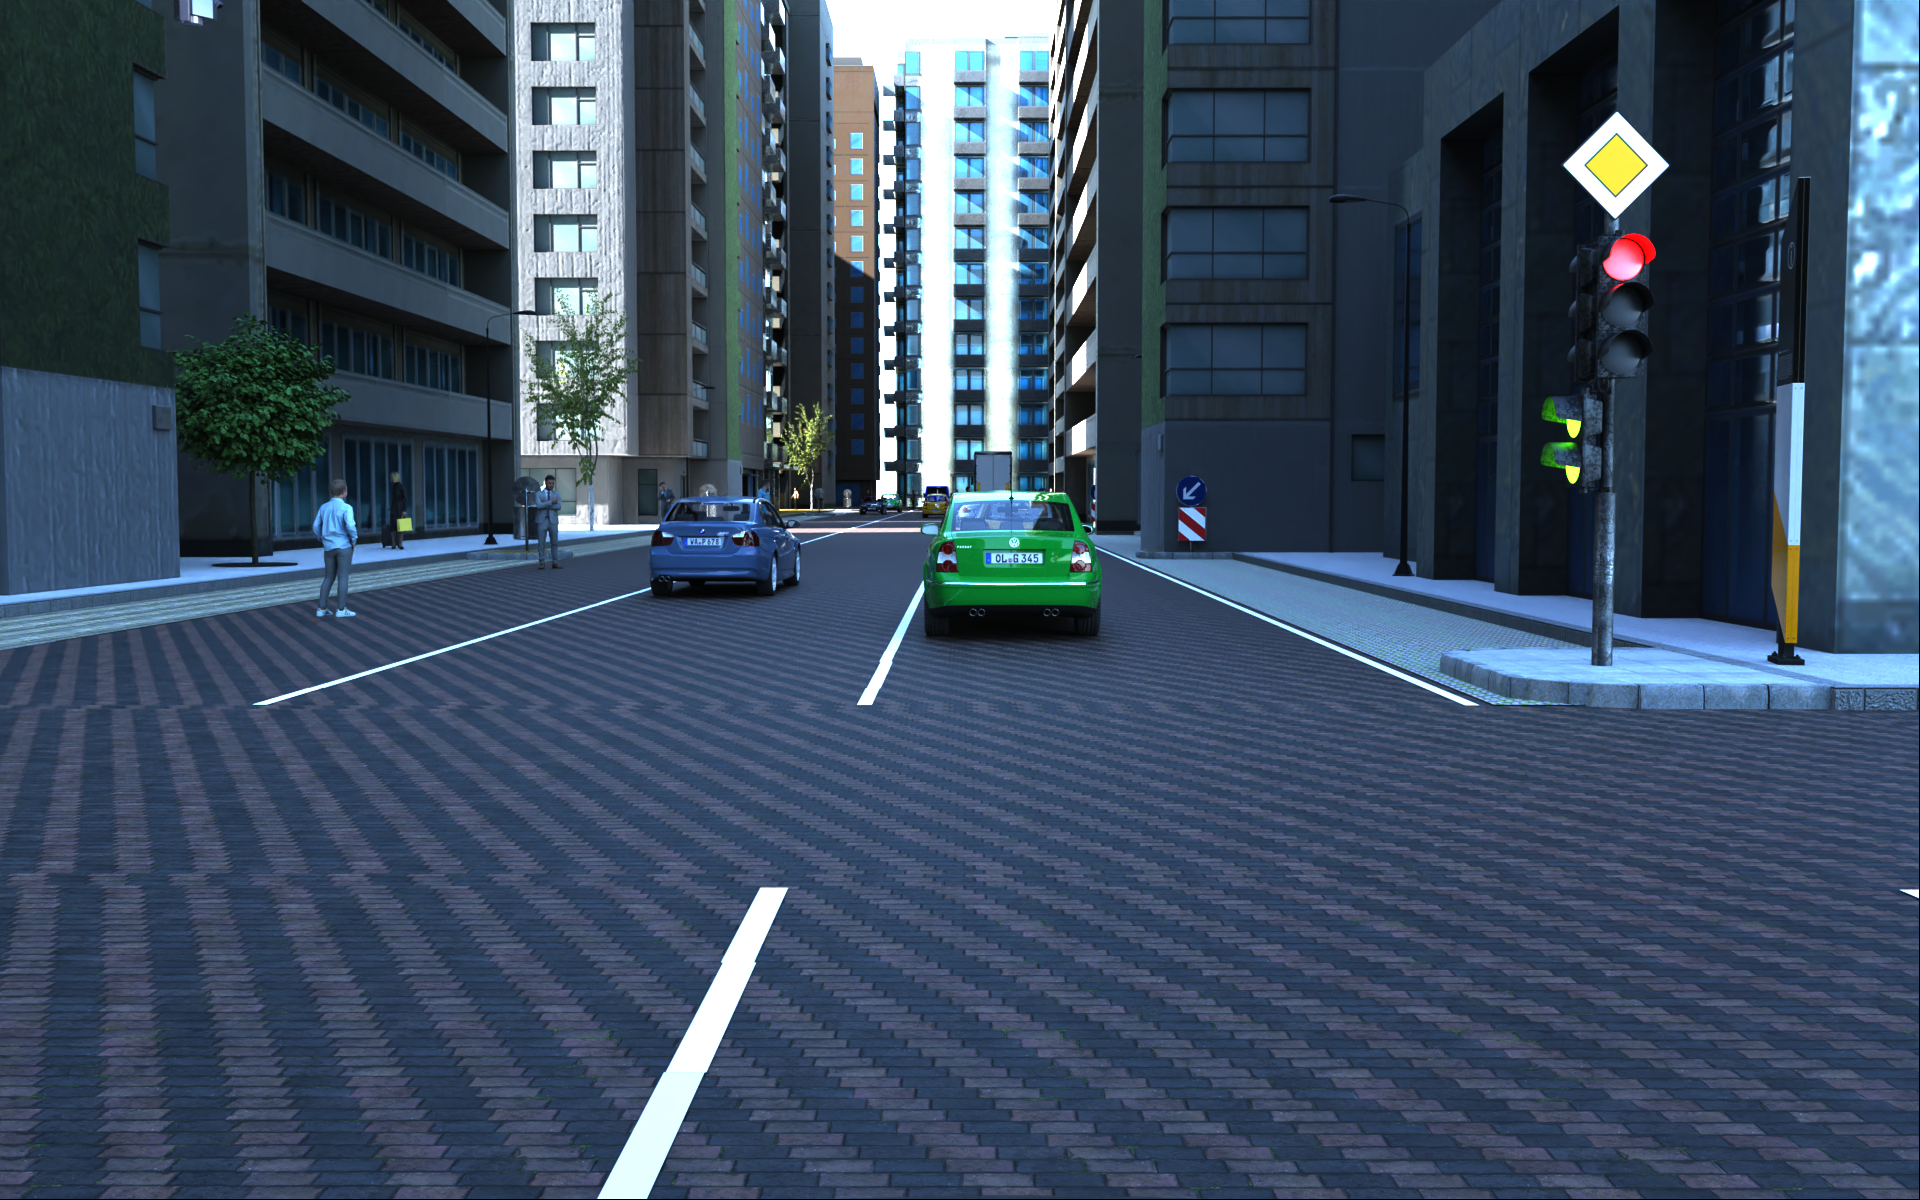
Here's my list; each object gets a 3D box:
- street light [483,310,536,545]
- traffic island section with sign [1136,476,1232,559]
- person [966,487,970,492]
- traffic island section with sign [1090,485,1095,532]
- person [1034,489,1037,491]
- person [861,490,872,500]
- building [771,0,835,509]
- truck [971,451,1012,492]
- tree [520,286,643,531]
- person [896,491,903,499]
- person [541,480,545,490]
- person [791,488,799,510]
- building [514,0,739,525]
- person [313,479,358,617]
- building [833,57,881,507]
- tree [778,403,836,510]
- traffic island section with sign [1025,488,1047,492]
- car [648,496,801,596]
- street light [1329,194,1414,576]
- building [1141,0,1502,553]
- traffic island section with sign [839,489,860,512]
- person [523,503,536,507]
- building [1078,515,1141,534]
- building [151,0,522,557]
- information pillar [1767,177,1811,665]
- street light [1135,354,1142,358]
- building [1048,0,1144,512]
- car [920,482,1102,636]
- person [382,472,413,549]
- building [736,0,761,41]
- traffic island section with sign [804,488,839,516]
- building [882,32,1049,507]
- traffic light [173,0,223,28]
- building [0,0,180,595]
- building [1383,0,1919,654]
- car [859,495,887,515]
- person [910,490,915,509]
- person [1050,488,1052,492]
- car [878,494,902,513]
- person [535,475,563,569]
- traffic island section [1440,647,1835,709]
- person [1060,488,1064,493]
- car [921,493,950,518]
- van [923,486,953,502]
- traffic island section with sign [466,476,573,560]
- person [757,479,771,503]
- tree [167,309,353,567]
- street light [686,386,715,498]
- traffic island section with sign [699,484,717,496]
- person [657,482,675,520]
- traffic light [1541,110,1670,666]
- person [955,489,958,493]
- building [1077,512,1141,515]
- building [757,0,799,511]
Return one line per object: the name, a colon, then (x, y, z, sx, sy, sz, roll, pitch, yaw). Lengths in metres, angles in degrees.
street light: (-11.402, -4.365, 43.906, 1.470, 5.913, 1.316, 0, 4, 0)
traffic island section with sign: (4.958, -1.836, 38.649, 1.989, 1.847, 2.006, 0, 4, 0)
person: (0.443, -4.977, 89.884, 0.705, 1.823, 1.348, 0, 4, 4)
traffic island section with sign: (5.099, -3.485, 65.603, 1.989, 1.847, 2.006, 0, 4, 0)
person: (5.676, -7.523, 131.510, 0.705, 1.822, 1.348, 0, 4, 7)
person: (-7.767, -8.409, 146.505, 1.217, 1.766, 0.721, -1, 4, -16)
building: (-22.404, -32.359, 152.777, 21.600, 48.544, 21.300, 0, 4, 0)
truck: (2.185, -7.961, 119.084, 2.839, 4.237, 11.283, 0, 3, 0)
tree: (-13.160, -6.737, 60.520, 4.737, 8.622, 4.395, 0, 3, 0)
person: (-5.786, -9.126, 158.529, 1.217, 1.723, 0.721, 0, 4, -8)
person: (-15.961, -3.724, 66.792, 0.638, 1.841, 0.748, 0, 4, -3)
person: (-13.489, -8.319, 142.075, 0.705, 1.823, 1.348, -2, 4, -29)
building: (-17.591, -23.995, 75.919, 14.154, 41.232, 14.086, 0, 4, 0)
person: (-7.262, -0.607, 20.234, 0.589, 1.601, 0.330, 2, 4, 26)
building: (-15.550, -32.296, 178.155, 14.200, 45.320, 14.600, 0, 4, 0)
tree: (-12.004, -11.440, 137.412, 4.737, 8.622, 4.395, 0, 3, 0)
traffic island section with sign: (5.338, -6.508, 115.039, 1.989, 1.847, 2.006, 0, 4, 0)
car: (-3.435, -0.836, 25.677, 2.014, 1.417, 4.499, 0, 4, 2)
street light: (6.421, -3.332, 27.022, 1.470, 5.913, 1.316, 0, 4, 0)
building: (11.537, -22.021, 43.646, 14.154, 41.232, 14.086, 0, 4, 0)
traffic island section with sign: (-9.160, -8.143, 141.770, 1.989, 1.847, 2.006, 0, 4, 0)
person: (-15.704, -3.492, 63.121, 0.713, 1.824, 0.794, 0, 4, 8)
building: (15.458, -27.248, 69.199, 21.300, 48.544, 21.600, 0, 4, 0)
building: (-24.901, -25.722, 44.250, 21.300, 48.544, 21.600, 0, 4, 0)
information pillar: (6.283, -1.331, 13.111, 0.183, 3.616, 0.504, 1, 4, 12)
street light: (6.525, -5.212, 57.750, 1.470, 5.913, 1.316, 0, 4, 0)
building: (18.968, -32.353, 152.668, 21.300, 48.544, 21.600, 0, 4, 0)
car: (0.531, -0.615, 18.851, 1.959, 1.807, 4.718, 0, 4, 0)
person: (-13.185, -2.097, 40.544, 0.699, 1.804, 1.509, -1, 4, -18)
building: (-18.572, -27.189, 94.656, 14.600, 45.320, 14.200, 0, 4, 0)
traffic island section with sign: (-9.294, -6.495, 114.815, 1.989, 1.847, 2.006, 0, 4, 0)
building: (7.335, -34.439, 182.680, 30.456, 49.044, 23.786, 0, 4, 0)
traffic light: (-7.977, -2.341, 12.949, 4.771, 5.953, 1.251, 0, 4, 0)
building: (-19.051, -15.120, 18.907, 14.160, 30.474, 14.107, 0, 4, 0)
building: (22.570, -43.404, 22.323, 31.000, 86.520, 22.319, 0, 4, 0)
car: (-6.089, -6.675, 121.712, 1.945, 1.354, 3.894, 0, 4, 1)
person: (-4.377, -9.323, 161.021, 0.705, 1.812, 1.348, -1, 4, -16)
person: (7.750, -8.519, 145.862, 0.617, 1.759, 0.750, -1, 4, -23)
car: (-5.448, -7.710, 134.855, 1.959, 1.807, 4.718, 0, 3, 0)
person: (-7.872, -1.499, 33.186, 0.511, 1.800, 0.466, -3, 4, -38)
traffic island section: (4.832, 0.569, 12.982, 2.009, 0.180, 2.903, 0, 4, 0)
person: (7.248, -7.113, 123.282, 0.436, 1.711, 0.756, 1, 4, 20)
car: (-1.360, -5.789, 104.875, 2.015, 1.641, 3.980, 0, 4, 2)
van: (-1.709, -7.799, 131.895, 2.240, 2.365, 5.245, 0, 4, 0)
traffic island section with sign: (-9.660, -1.814, 38.288, 1.989, 1.847, 2.006, 0, 4, 0)
person: (-5.316, -2.352, 46.824, 0.748, 1.841, 0.638, 3, 5, 39)
tree: (-12.595, -2.893, 31.018, 4.285, 4.588, 4.351, 0, 3, 0)
street light: (-11.239, -6.252, 74.768, 1.470, 5.913, 1.316, 0, 4, 0)
traffic island section with sign: (-9.521, -3.473, 65.415, 1.989, 1.847, 2.006, 0, 4, 0)
person: (-10.209, -3.180, 60.296, 0.655, 1.846, 0.447, 0, 4, -2)
traffic light: (4.792, -1.465, 12.868, 0.839, 4.253, 0.868, 0, 4, 0)
person: (-0.193, -8.676, 150.215, 0.599, 1.838, 0.709, 0, 4, 8)
building: (18.369, -31.008, 130.688, 21.300, 48.544, 21.600, 0, 4, 0)
building: (-23.717, -30.413, 116.854, 23.786, 49.044, 30.456, 0, 4, 0)
